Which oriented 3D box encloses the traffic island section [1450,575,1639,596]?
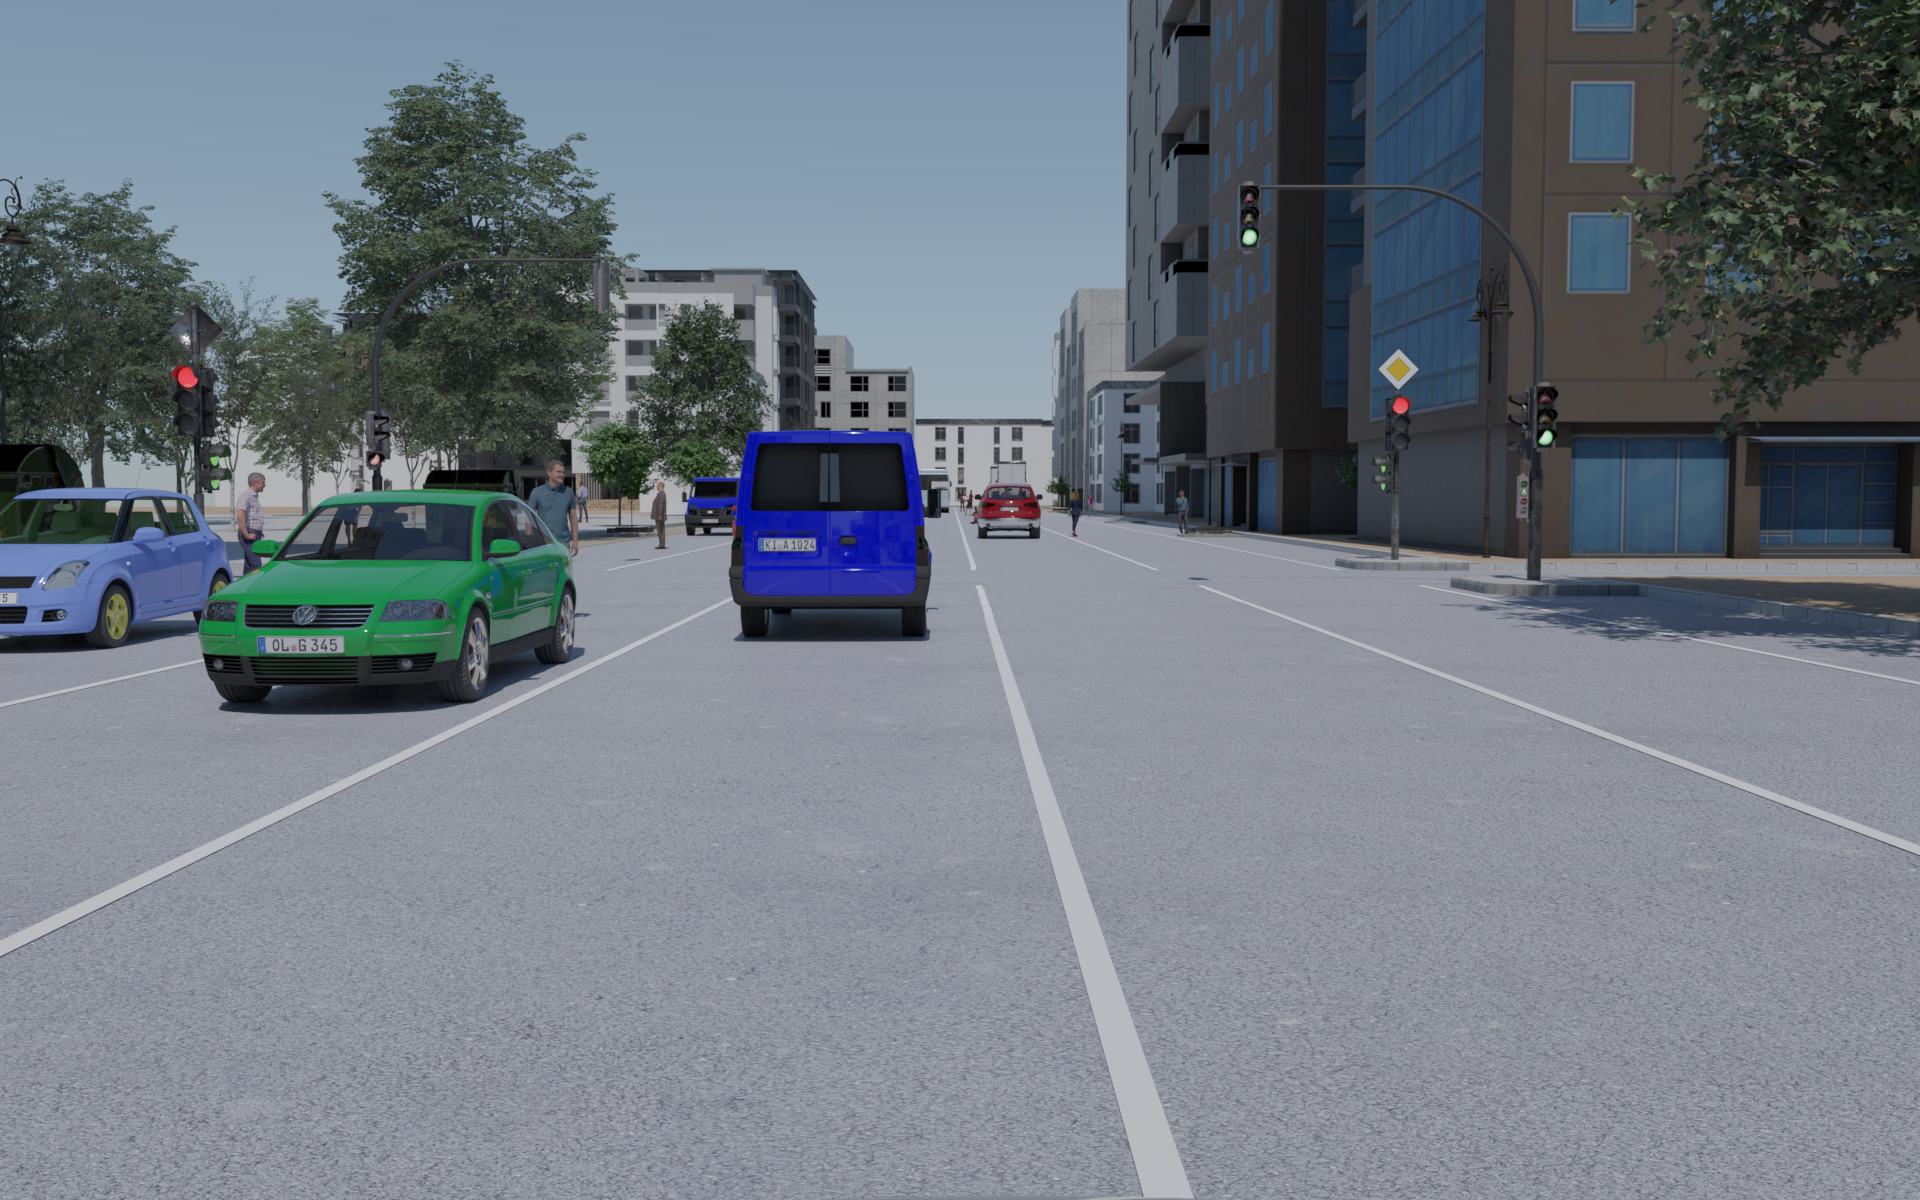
[{"bbox_3d":[8.541,-0.213,25.762,2.009,0.180,2.903,0,4,0],"label":"traffic island section"}]

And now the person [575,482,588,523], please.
[{"bbox_3d":[-17.046,-4.398,77.826,0.599,1.838,0.709,2,4,34],"label":"person"}]

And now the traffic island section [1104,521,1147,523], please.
[{"bbox_3d":[8.200,-3.870,86.145,1.991,0.108,1.994,0,4,0],"label":"traffic island section"}]

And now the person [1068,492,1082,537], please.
[{"bbox_3d":[3.867,-2.877,58.084,0.480,1.512,0.613,0,4,0],"label":"person"}]

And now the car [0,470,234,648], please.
[{"bbox_3d":[-8.689,-0.464,17.180,1.945,1.707,3.694,0,4,-1],"label":"car"}]

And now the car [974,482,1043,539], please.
[{"bbox_3d":[1.610,-2.965,57.158,2.281,1.827,5.304,0,4,1],"label":"car"}]

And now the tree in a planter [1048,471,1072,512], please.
[{"bbox_3d":[7.901,-8.456,135.470,1.991,3.239,1.994,0,4,0],"label":"tree in a planter"}]

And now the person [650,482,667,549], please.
[{"bbox_3d":[-7.843,-2.205,45.109,0.434,1.755,0.990,-1,4,-8],"label":"person"}]

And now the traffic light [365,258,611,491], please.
[{"bbox_3d":[-9.174,-3.601,33.551,4.771,5.953,1.251,0,4,0],"label":"traffic light"}]

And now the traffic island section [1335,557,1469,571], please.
[{"bbox_3d":[8.495,-0.701,33.747,2.009,0.180,2.903,0,4,0],"label":"traffic island section"}]

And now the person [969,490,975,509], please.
[{"bbox_3d":[1.123,-9.796,168.608,0.705,1.831,1.348,-2,4,-24],"label":"person"}]

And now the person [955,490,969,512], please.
[{"bbox_3d":[0.188,-7.952,139.225,1.217,1.735,0.721,0,4,-4],"label":"person"}]

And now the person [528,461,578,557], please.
[{"bbox_3d":[-4.592,-0.666,19.522,0.598,1.807,0.434,-1,4,-20],"label":"person"}]

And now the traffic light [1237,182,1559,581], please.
[{"bbox_3d":[6.410,-3.109,25.494,4.771,5.953,1.251,0,4,0],"label":"traffic light"}]

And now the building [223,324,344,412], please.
[{"bbox_3d":[-76.675,-20.991,199.628,11.380,20.091,16.016,0,4,0],"label":"building"}]

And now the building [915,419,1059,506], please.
[{"bbox_3d":[9.038,-15.612,197.395,28.070,9.664,9.099,0,4,0],"label":"building"}]

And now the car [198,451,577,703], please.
[{"bbox_3d":[-4.201,-0.276,13.314,1.959,1.807,4.718,0,4,0],"label":"car"}]

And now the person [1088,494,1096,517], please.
[{"bbox_3d":[8.237,-5.842,107.255,0.776,1.435,0.726,3,4,37],"label":"person"}]

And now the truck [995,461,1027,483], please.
[{"bbox_3d":[4.538,-10.034,152.972,2.839,4.237,11.283,0,4,1],"label":"truck"}]

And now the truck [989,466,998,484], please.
[{"bbox_3d":[4.411,-11.672,179.758,2.839,4.237,11.283,0,4,1],"label":"truck"}]

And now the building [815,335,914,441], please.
[{"bbox_3d":[-21.217,-20.490,201.470,31.486,18.905,16.747,0,4,0],"label":"building"}]

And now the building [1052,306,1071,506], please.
[{"bbox_3d":[17.648,-19.734,179.075,16.016,20.091,11.380,0,4,0],"label":"building"}]

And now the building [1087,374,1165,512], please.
[{"bbox_3d":[15.059,-11.380,128.209,9.099,9.664,28.070,0,4,0],"label":"building"}]

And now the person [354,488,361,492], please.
[{"bbox_3d":[-14.592,-1.982,41.681,0.421,1.427,0.697,-3,5,-44],"label":"person"}]

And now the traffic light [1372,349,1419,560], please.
[{"bbox_3d":[8.455,-2.735,33.633,0.839,4.253,0.868,0,4,0],"label":"traffic light"}]

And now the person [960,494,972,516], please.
[{"bbox_3d":[0.383,-6.194,112.967,0.799,1.438,0.628,0,4,-5],"label":"person"}]

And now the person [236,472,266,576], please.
[{"bbox_3d":[-8.990,-0.776,22.119,0.436,1.711,0.756,0,4,0],"label":"person"}]

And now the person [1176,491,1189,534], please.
[{"bbox_3d":[7.924,-3.105,61.481,0.499,1.552,0.429,0,4,7],"label":"person"}]

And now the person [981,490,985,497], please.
[{"bbox_3d":[2.035,-8.041,140.519,0.990,1.755,0.434,3,5,44],"label":"person"}]

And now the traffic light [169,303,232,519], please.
[{"bbox_3d":[-11.220,-2.238,25.519,0.839,4.253,0.868,0,4,0],"label":"traffic light"}]

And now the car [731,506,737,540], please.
[{"bbox_3d":[-5.026,-2.307,46.765,2.155,1.783,4.494,0,4,1],"label":"car"}]

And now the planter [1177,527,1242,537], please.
[{"bbox_3d":[8.353,-2.279,58.405,1.991,0.319,1.994,0,4,0],"label":"planter"}]

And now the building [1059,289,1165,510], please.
[{"bbox_3d":[18.441,-17.811,157.669,16.747,18.905,31.486,0,4,0],"label":"building"}]

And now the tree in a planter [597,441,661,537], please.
[{"bbox_3d":[-11.128,-3.756,58.628,1.991,3.239,1.994,0,4,0],"label":"tree in a planter"}]

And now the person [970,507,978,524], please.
[{"bbox_3d":[0.794,-4.016,82.449,0.859,0.850,0.655,1,4,13],"label":"person"}]

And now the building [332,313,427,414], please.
[{"bbox_3d":[-54.415,-22.137,205.910,32.646,21.610,27.936,0,4,0],"label":"building"}]

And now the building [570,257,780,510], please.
[{"bbox_3d":[-22.886,-17.520,142.872,16.016,20.091,11.380,0,4,0],"label":"building"}]
